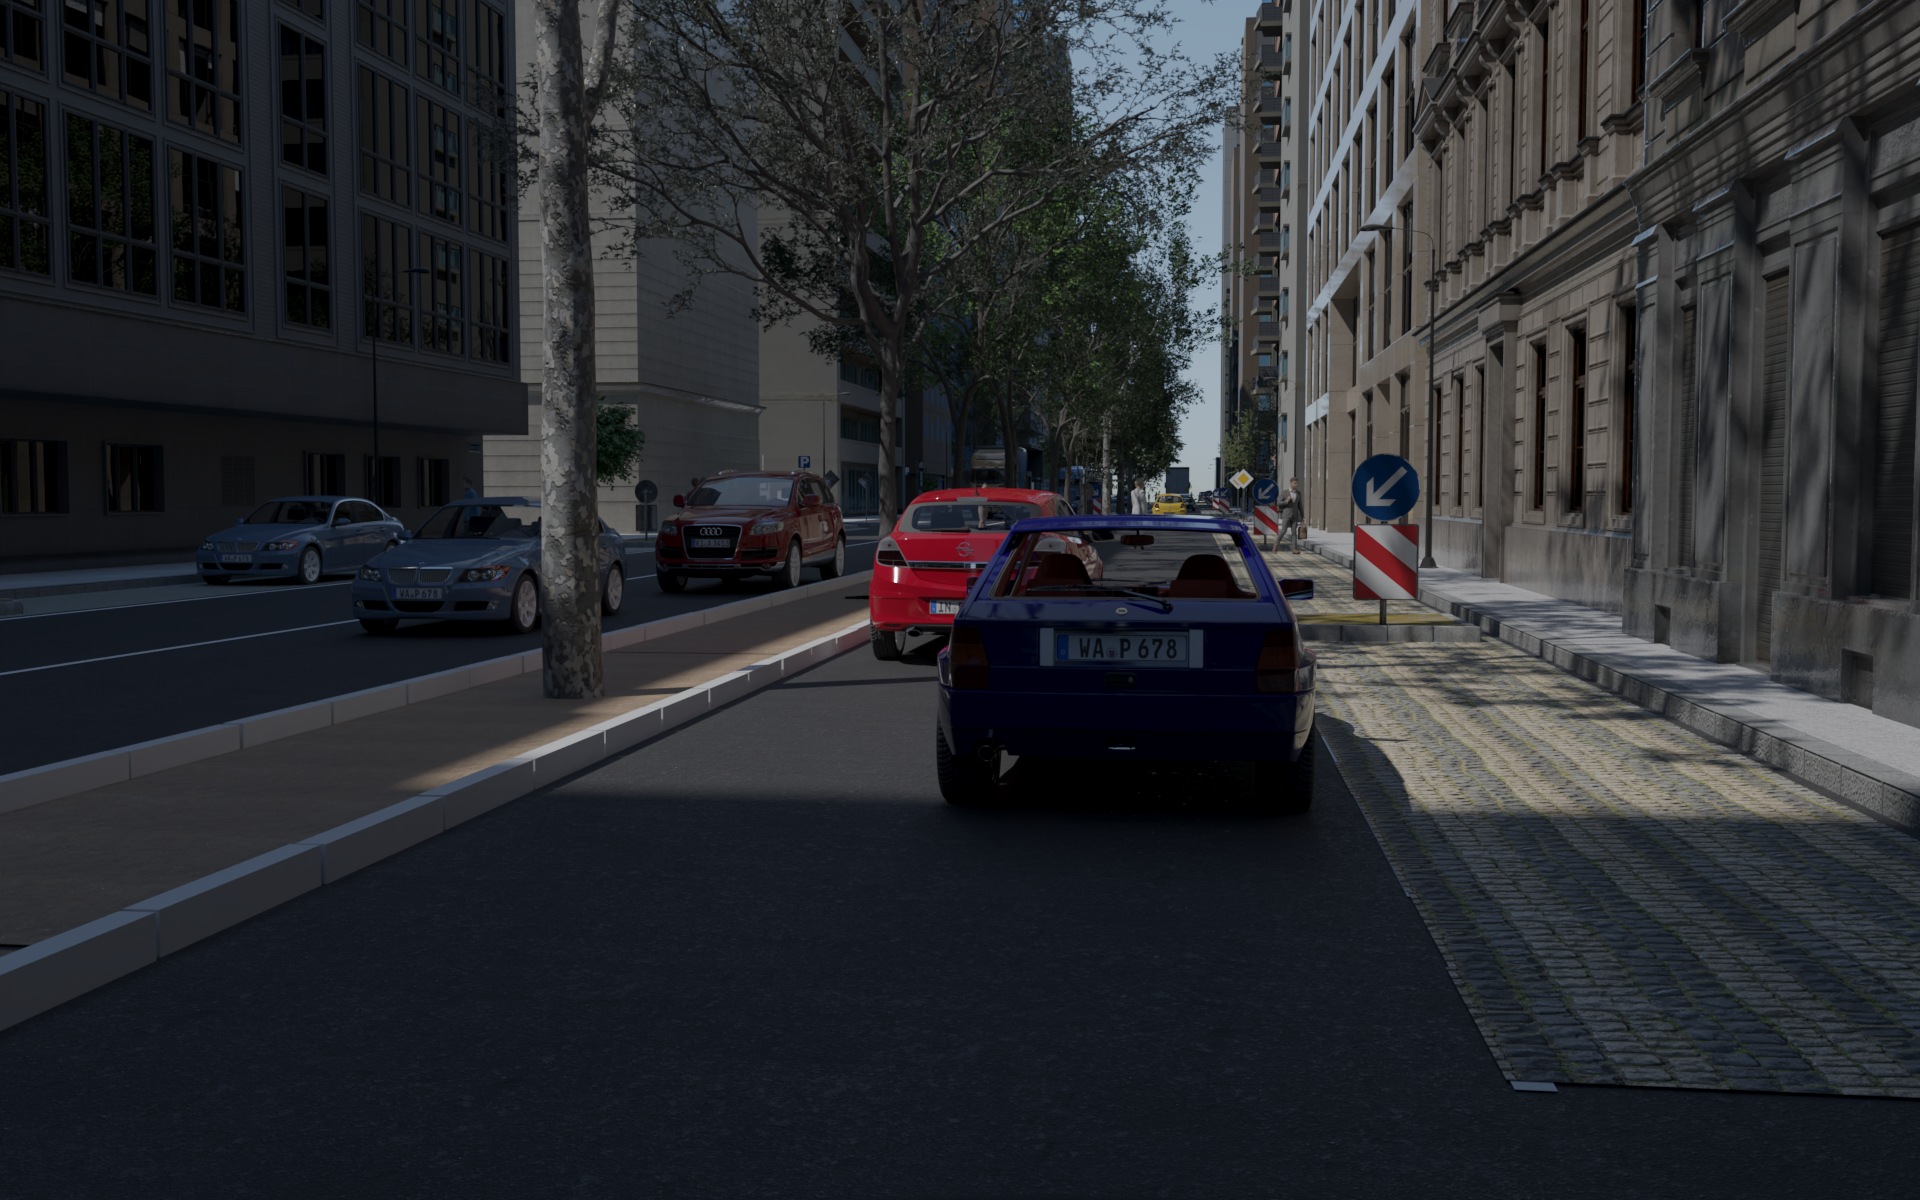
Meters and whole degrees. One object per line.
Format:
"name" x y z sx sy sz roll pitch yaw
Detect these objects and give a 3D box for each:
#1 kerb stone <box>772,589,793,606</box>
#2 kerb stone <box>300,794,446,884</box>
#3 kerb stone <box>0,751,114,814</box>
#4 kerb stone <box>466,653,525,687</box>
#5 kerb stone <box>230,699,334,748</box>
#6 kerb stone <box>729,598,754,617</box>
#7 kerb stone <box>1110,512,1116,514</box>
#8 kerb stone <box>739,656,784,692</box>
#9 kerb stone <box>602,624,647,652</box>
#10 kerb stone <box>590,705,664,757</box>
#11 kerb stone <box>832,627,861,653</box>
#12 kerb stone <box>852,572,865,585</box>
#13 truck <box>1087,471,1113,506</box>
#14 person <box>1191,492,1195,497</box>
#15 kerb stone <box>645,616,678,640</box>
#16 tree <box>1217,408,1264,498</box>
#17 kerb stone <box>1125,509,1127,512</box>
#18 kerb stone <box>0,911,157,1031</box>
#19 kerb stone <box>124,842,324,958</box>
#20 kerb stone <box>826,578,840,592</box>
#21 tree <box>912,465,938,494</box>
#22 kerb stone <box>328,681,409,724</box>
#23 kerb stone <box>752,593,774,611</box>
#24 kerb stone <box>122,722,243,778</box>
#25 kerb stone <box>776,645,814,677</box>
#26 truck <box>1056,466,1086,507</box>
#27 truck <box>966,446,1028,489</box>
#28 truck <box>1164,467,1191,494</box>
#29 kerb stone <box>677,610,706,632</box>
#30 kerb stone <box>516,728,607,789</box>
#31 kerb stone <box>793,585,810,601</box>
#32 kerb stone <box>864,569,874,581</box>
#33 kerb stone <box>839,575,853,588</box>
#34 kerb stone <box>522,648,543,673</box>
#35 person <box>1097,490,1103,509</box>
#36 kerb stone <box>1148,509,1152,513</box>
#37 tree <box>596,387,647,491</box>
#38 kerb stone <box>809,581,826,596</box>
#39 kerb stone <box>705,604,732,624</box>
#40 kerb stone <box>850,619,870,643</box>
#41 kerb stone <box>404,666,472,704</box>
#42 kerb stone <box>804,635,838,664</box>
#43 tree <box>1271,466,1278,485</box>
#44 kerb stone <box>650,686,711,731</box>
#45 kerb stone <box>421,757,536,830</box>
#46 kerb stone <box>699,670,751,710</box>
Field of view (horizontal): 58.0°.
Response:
"kerb stone" -2.368 -0.012 22.388 0.120 0.150 1.000 0 4 8
"kerb stone" -2.319 0.940 6.862 0.120 0.150 1.000 0 4 8
"kerb stone" -4.269 0.859 8.149 0.120 0.150 1.000 0 4 8
"kerb stone" -3.596 0.548 13.237 0.120 0.150 1.000 0 4 8
"kerb stone" -4.000 0.735 10.186 0.120 0.150 1.000 0 4 8
"kerb stone" -2.639 0.112 20.362 0.120 0.150 1.000 0 4 8
"kerb stone" 10.712 -6.012 120.490 0.120 0.150 1.000 0 4 8
"kerb stone" -1.513 0.564 12.979 0.120 0.150 1.000 0 4 8
"kerb stone" -3.182 0.364 16.293 0.120 0.150 1.000 0 4 8
"kerb stone" -1.920 0.751 9.918 0.120 0.150 1.000 0 4 8
"kerb stone" -1.095 0.383 16.032 0.120 0.150 1.000 0 4 8
"kerb stone" -1.696 -0.318 27.477 0.120 0.150 1.000 0 4 8
"truck" 16.866 -13.507 209.749 2.839 4.237 11.283 1 4 9
"person" 38.468 -17.068 287.564 1.348 1.823 0.705 -2 4 -34
"kerb stone" -3.045 0.299 17.311 0.120 0.150 1.000 0 4 8
"tree" 23.873 -11.964 145.979 4.737 8.622 4.395 0 3 0
"kerb stone" 14.506 -7.752 148.932 0.120 0.150 1.000 0 4 8
"kerb stone" -2.592 1.062 4.827 0.120 0.150 1.000 0 4 8
"kerb stone" -2.463 1.000 5.848 0.120 0.150 1.000 0 4 8
"kerb stone" -1.960 -0.199 25.445 0.120 0.150 1.000 0 4 8
"tree" -2.192 -7.393 115.480 1.663 3.219 1.824 0 3 0
"kerb stone" -3.861 0.673 11.199 0.120 0.150 1.000 0 4 8
"kerb stone" -2.509 0.053 21.376 0.120 0.150 1.000 0 4 8
"kerb stone" -4.139 0.799 9.163 0.120 0.150 1.000 0 4 8
"kerb stone" -1.369 0.501 14.003 0.120 0.150 1.000 0 4 8
"truck" 11.369 -11.183 172.599 2.967 4.110 18.799 0 4 6
"truck" 2.305 -6.974 102.930 2.839 4.237 11.283 0 4 7
"truck" 23.081 -11.923 183.855 2.839 4.237 11.283 0 4 7
"kerb stone" -2.913 0.237 18.327 0.120 0.150 1.000 0 4 8
"kerb stone" -2.052 0.813 8.898 0.120 0.150 1.000 0 4 8
"kerb stone" -2.237 -0.071 23.416 0.120 0.150 1.000 0 4 8
"kerb stone" -1.561 -0.385 28.490 0.120 0.150 1.000 0 4 8
"kerb stone" -1.823 -0.261 26.462 0.120 0.150 1.000 0 4 8
"kerb stone" -3.454 0.486 14.252 0.120 0.150 1.000 0 4 8
"person" 14.069 -9.885 170.208 1.350 1.814 0.705 1 4 19
"kerb stone" 15.776 -7.362 142.571 0.120 0.150 1.000 0 4 8
"tree" -11.094 -4.207 52.497 4.285 4.588 4.351 0 3 0
"kerb stone" -2.093 -0.137 24.429 0.120 0.150 1.000 0 4 8
"kerb stone" -2.768 0.178 19.348 0.120 0.150 1.000 0 4 8
"kerb stone" -0.966 0.315 17.049 0.120 0.150 1.000 0 4 8
"kerb stone" -3.724 0.610 12.219 0.120 0.150 1.000 0 4 8
"kerb stone" -1.236 0.439 15.018 0.120 0.150 1.000 0 4 8
"tree" 19.097 -6.548 101.669 1.663 3.219 1.824 0 3 0
"kerb stone" -1.783 0.691 10.938 0.120 0.150 1.000 0 4 8
"kerb stone" -2.187 0.875 7.882 0.120 0.150 1.000 0 4 8
"kerb stone" -1.648 0.628 11.966 0.120 0.150 1.000 0 4 8
